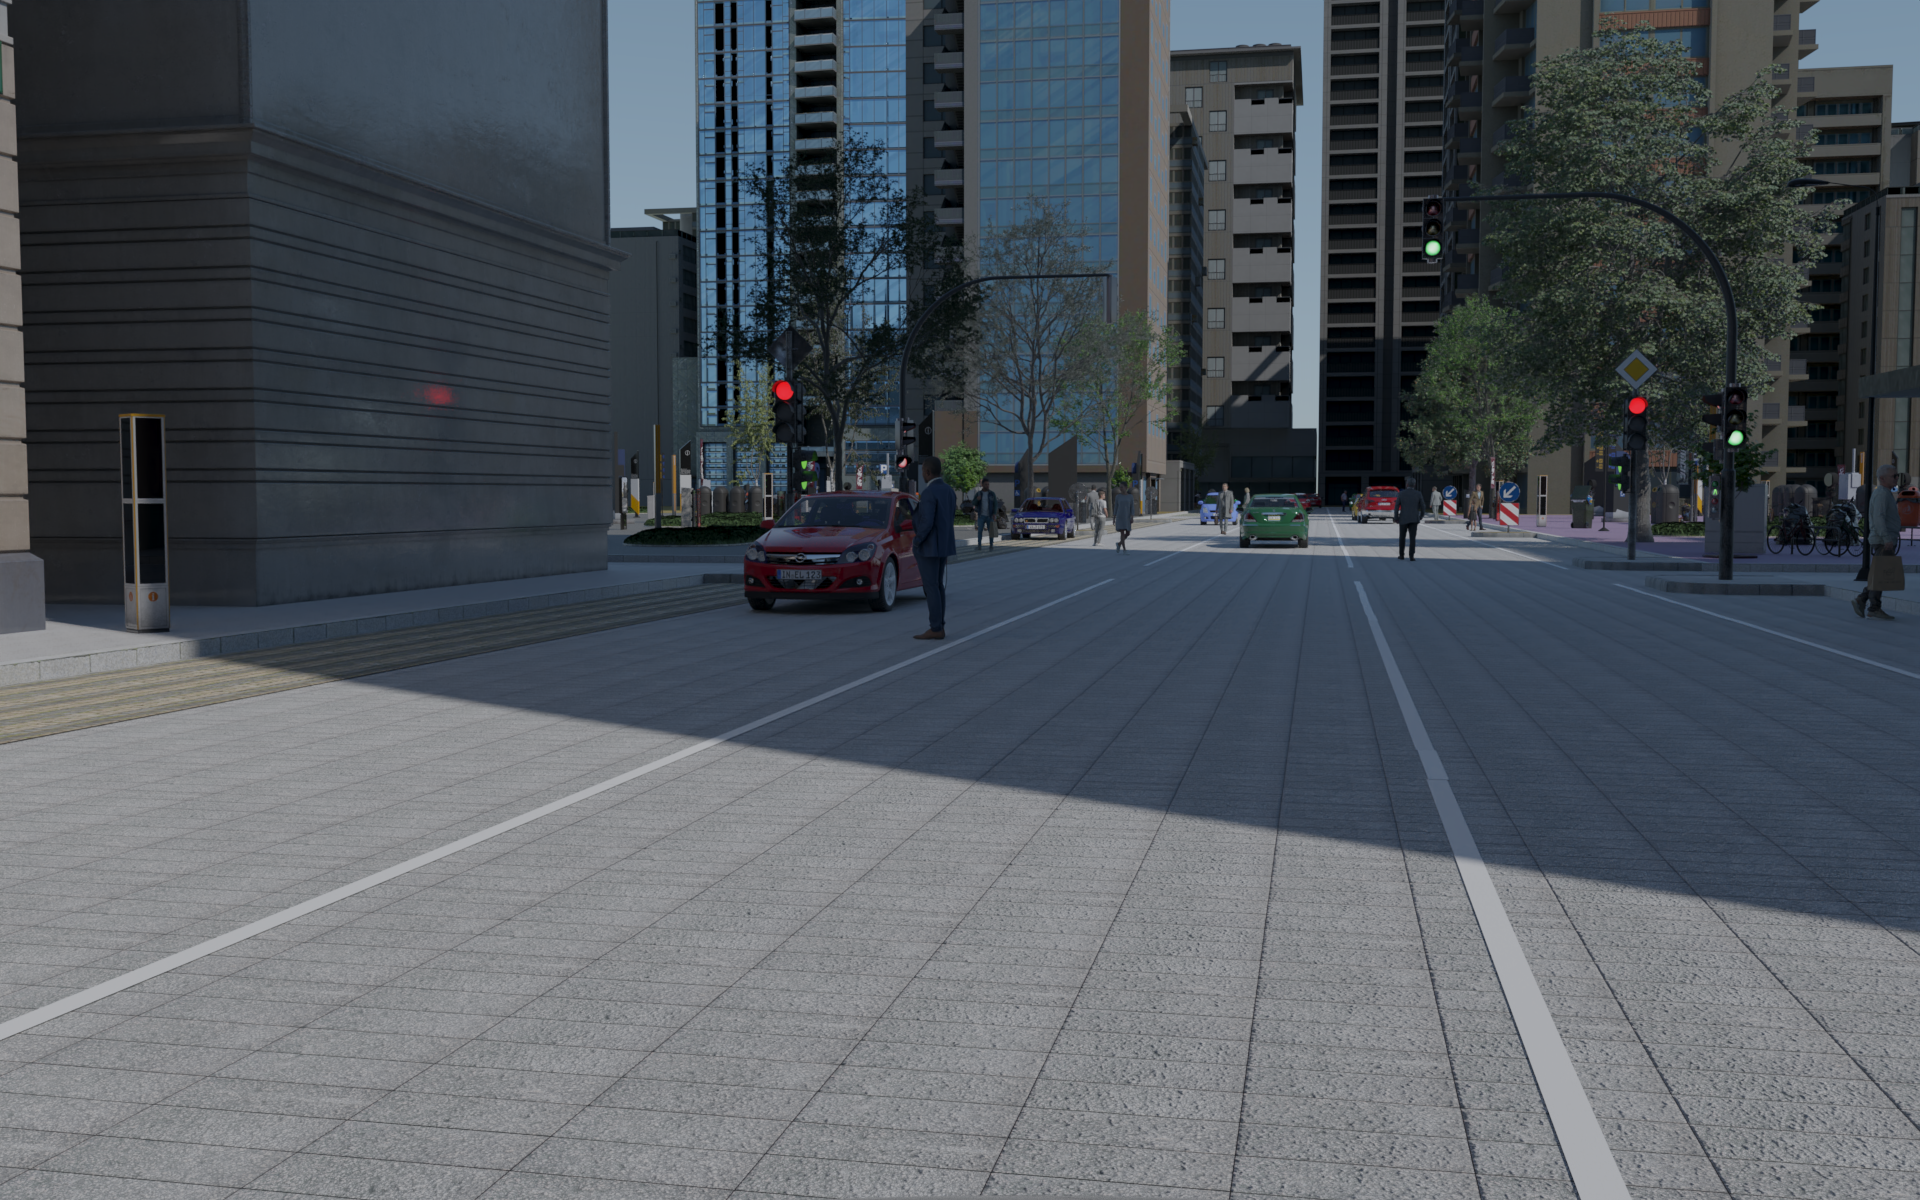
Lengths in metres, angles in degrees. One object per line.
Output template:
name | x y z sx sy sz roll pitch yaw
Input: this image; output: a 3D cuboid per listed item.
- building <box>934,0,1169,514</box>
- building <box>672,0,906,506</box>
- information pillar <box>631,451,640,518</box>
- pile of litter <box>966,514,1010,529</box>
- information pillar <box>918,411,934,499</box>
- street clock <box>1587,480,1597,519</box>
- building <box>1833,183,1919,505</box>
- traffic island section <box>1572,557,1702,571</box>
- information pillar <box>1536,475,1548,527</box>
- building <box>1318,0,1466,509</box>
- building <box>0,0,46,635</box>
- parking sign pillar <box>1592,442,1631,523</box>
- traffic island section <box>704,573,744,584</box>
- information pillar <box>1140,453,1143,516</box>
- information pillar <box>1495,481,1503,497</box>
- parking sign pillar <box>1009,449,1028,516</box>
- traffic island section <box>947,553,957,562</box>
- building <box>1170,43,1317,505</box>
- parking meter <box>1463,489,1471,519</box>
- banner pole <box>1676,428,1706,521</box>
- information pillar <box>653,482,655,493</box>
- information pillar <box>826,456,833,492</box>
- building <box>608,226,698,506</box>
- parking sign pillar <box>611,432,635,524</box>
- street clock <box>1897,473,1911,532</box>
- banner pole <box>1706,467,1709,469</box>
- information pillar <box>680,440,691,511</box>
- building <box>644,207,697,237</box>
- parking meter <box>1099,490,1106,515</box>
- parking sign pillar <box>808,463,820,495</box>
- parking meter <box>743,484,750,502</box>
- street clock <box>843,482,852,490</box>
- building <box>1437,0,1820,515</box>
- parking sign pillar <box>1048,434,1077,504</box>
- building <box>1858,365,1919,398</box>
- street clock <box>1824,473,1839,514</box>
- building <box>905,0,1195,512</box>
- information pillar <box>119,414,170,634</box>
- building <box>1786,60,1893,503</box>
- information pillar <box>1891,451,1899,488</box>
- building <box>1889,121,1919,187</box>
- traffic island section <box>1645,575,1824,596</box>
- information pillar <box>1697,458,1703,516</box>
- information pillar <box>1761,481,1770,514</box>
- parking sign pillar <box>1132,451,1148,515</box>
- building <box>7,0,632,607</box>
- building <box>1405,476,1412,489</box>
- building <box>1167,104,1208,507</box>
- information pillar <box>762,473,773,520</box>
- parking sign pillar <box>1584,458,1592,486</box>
building | 6.713 -28.660 118.701 14.600 45.320 14.200 1 4 12
building | -14.072 -53.034 179.785 31.000 86.520 22.319 1 4 12
information pillar | -17.663 -6.288 94.171 0.504 3.616 0.183 2 4 24
pile of litter | 1.026 -3.036 63.604 1.719 0.858 1.176 0 4 -5
information pillar | -0.937 -3.517 48.852 0.504 3.616 0.183 2 4 29
street clock | 31.882 -5.068 87.425 0.358 2.002 0.471 -1 4 -14
building | 92.383 -23.972 163.638 14.107 30.474 14.160 1 4 12
traffic island section | 13.112 -0.703 33.770 2.009 0.180 2.903 1 4 12
information pillar | 22.730 -3.863 67.656 0.304 2.012 0.304 0 4 0
building | 51.642 -46.405 196.980 20.611 71.187 20.563 1 4 12
building | -16.710 -13.539 7.262 13.634 28.700 20.117 1 4 12
parking sign pillar | 29.938 -5.518 78.698 1.447 3.967 1.447 -2 4 -35
traffic island section | -2.852 -0.407 28.937 2.009 0.180 2.903 1 4 12
information pillar | 10.415 -6.621 99.609 0.183 3.616 0.504 0 4 -3
information pillar | 29.989 -5.619 96.355 0.304 2.012 0.304 -2 4 -30
parking sign pillar | 3.651 -6.966 102.360 1.447 3.967 1.447 2 4 27
traffic island section | -1.221 -0.885 36.754 2.009 0.180 2.903 1 4 12
building | 28.614 -37.714 205.862 27.495 52.752 28.713 1 4 12
parking meter | 26.400 -4.998 90.131 0.372 1.533 0.369 0 3 0
banner pole | 23.540 -4.042 56.097 0.401 3.779 0.863 -2 4 -26
information pillar | -18.865 -6.311 107.681 0.304 2.012 0.304 0 4 7
information pillar | -8.095 -7.102 107.470 0.504 3.616 0.183 -3 4 -37
building | -35.043 -25.670 191.405 14.107 30.474 14.160 1 4 12
parking sign pillar | -14.924 -5.320 75.460 1.447 3.967 1.447 -1 4 -19
street clock | 31.953 -3.312 58.718 0.358 2.002 0.471 -1 4 -17
banner pole | 26.698 -4.361 61.314 0.863 3.779 0.401 1 4 9
information pillar | -11.895 -5.125 75.147 0.504 3.616 0.183 -1 4 -21
building | -24.284 -32.279 219.644 23.993 40.220 32.217 1 4 12
parking meter | 8.063 -5.470 97.853 0.372 1.533 0.369 0 3 0
parking sign pillar | -9.090 -7.292 107.692 1.447 3.967 1.447 1 4 11
parking meter | -12.647 -5.926 102.602 0.255 1.863 0.399 -3 4 -37
street clock | -6.857 -6.180 105.608 0.471 2.002 0.358 1 4 21
building | 45.522 -28.494 120.503 22.147 44.769 28.867 1 4 12
parking sign pillar | 4.618 -5.472 77.946 1.447 3.967 1.447 0 4 4
building | 20.865 -21.627 8.224 22.147 44.769 28.867 1 4 12
street clock | 29.513 -3.311 58.706 0.358 2.002 0.471 -1 4 -12
building | 8.048 -42.661 135.753 20.563 71.187 20.611 1 4 12
information pillar | -7.547 -0.706 16.039 0.304 2.012 0.304 3 5 44
building | 87.045 -34.660 190.387 21.600 48.544 21.300 1 4 12
information pillar | 50.607 -6.268 93.830 0.183 3.616 0.504 0 4 -6
building | 103.848 -30.593 183.791 14.086 41.232 14.154 1 4 12
traffic island section | 11.481 -0.225 25.953 2.009 0.180 2.903 1 4 12
information pillar | 42.480 -6.615 99.503 0.504 3.616 0.183 -2 4 -35
information pillar | 43.983 -5.513 94.626 0.304 2.012 0.304 -2 4 -35
parking sign pillar | 10.903 -7.256 107.103 1.447 3.967 1.447 1 4 11
building | -16.511 -11.600 25.810 21.152 22.565 11.583 1 4 12
building | 59.743 -28.992 165.895 32.217 40.220 23.993 1 4 12
building | 12.023 -29.344 171.653 23.993 40.220 32.217 1 4 12
information pillar | -6.813 -3.476 61.330 0.304 2.012 0.304 -1 4 -21
parking sign pillar | 36.947 -6.857 100.576 1.447 3.967 1.447 3 4 36
